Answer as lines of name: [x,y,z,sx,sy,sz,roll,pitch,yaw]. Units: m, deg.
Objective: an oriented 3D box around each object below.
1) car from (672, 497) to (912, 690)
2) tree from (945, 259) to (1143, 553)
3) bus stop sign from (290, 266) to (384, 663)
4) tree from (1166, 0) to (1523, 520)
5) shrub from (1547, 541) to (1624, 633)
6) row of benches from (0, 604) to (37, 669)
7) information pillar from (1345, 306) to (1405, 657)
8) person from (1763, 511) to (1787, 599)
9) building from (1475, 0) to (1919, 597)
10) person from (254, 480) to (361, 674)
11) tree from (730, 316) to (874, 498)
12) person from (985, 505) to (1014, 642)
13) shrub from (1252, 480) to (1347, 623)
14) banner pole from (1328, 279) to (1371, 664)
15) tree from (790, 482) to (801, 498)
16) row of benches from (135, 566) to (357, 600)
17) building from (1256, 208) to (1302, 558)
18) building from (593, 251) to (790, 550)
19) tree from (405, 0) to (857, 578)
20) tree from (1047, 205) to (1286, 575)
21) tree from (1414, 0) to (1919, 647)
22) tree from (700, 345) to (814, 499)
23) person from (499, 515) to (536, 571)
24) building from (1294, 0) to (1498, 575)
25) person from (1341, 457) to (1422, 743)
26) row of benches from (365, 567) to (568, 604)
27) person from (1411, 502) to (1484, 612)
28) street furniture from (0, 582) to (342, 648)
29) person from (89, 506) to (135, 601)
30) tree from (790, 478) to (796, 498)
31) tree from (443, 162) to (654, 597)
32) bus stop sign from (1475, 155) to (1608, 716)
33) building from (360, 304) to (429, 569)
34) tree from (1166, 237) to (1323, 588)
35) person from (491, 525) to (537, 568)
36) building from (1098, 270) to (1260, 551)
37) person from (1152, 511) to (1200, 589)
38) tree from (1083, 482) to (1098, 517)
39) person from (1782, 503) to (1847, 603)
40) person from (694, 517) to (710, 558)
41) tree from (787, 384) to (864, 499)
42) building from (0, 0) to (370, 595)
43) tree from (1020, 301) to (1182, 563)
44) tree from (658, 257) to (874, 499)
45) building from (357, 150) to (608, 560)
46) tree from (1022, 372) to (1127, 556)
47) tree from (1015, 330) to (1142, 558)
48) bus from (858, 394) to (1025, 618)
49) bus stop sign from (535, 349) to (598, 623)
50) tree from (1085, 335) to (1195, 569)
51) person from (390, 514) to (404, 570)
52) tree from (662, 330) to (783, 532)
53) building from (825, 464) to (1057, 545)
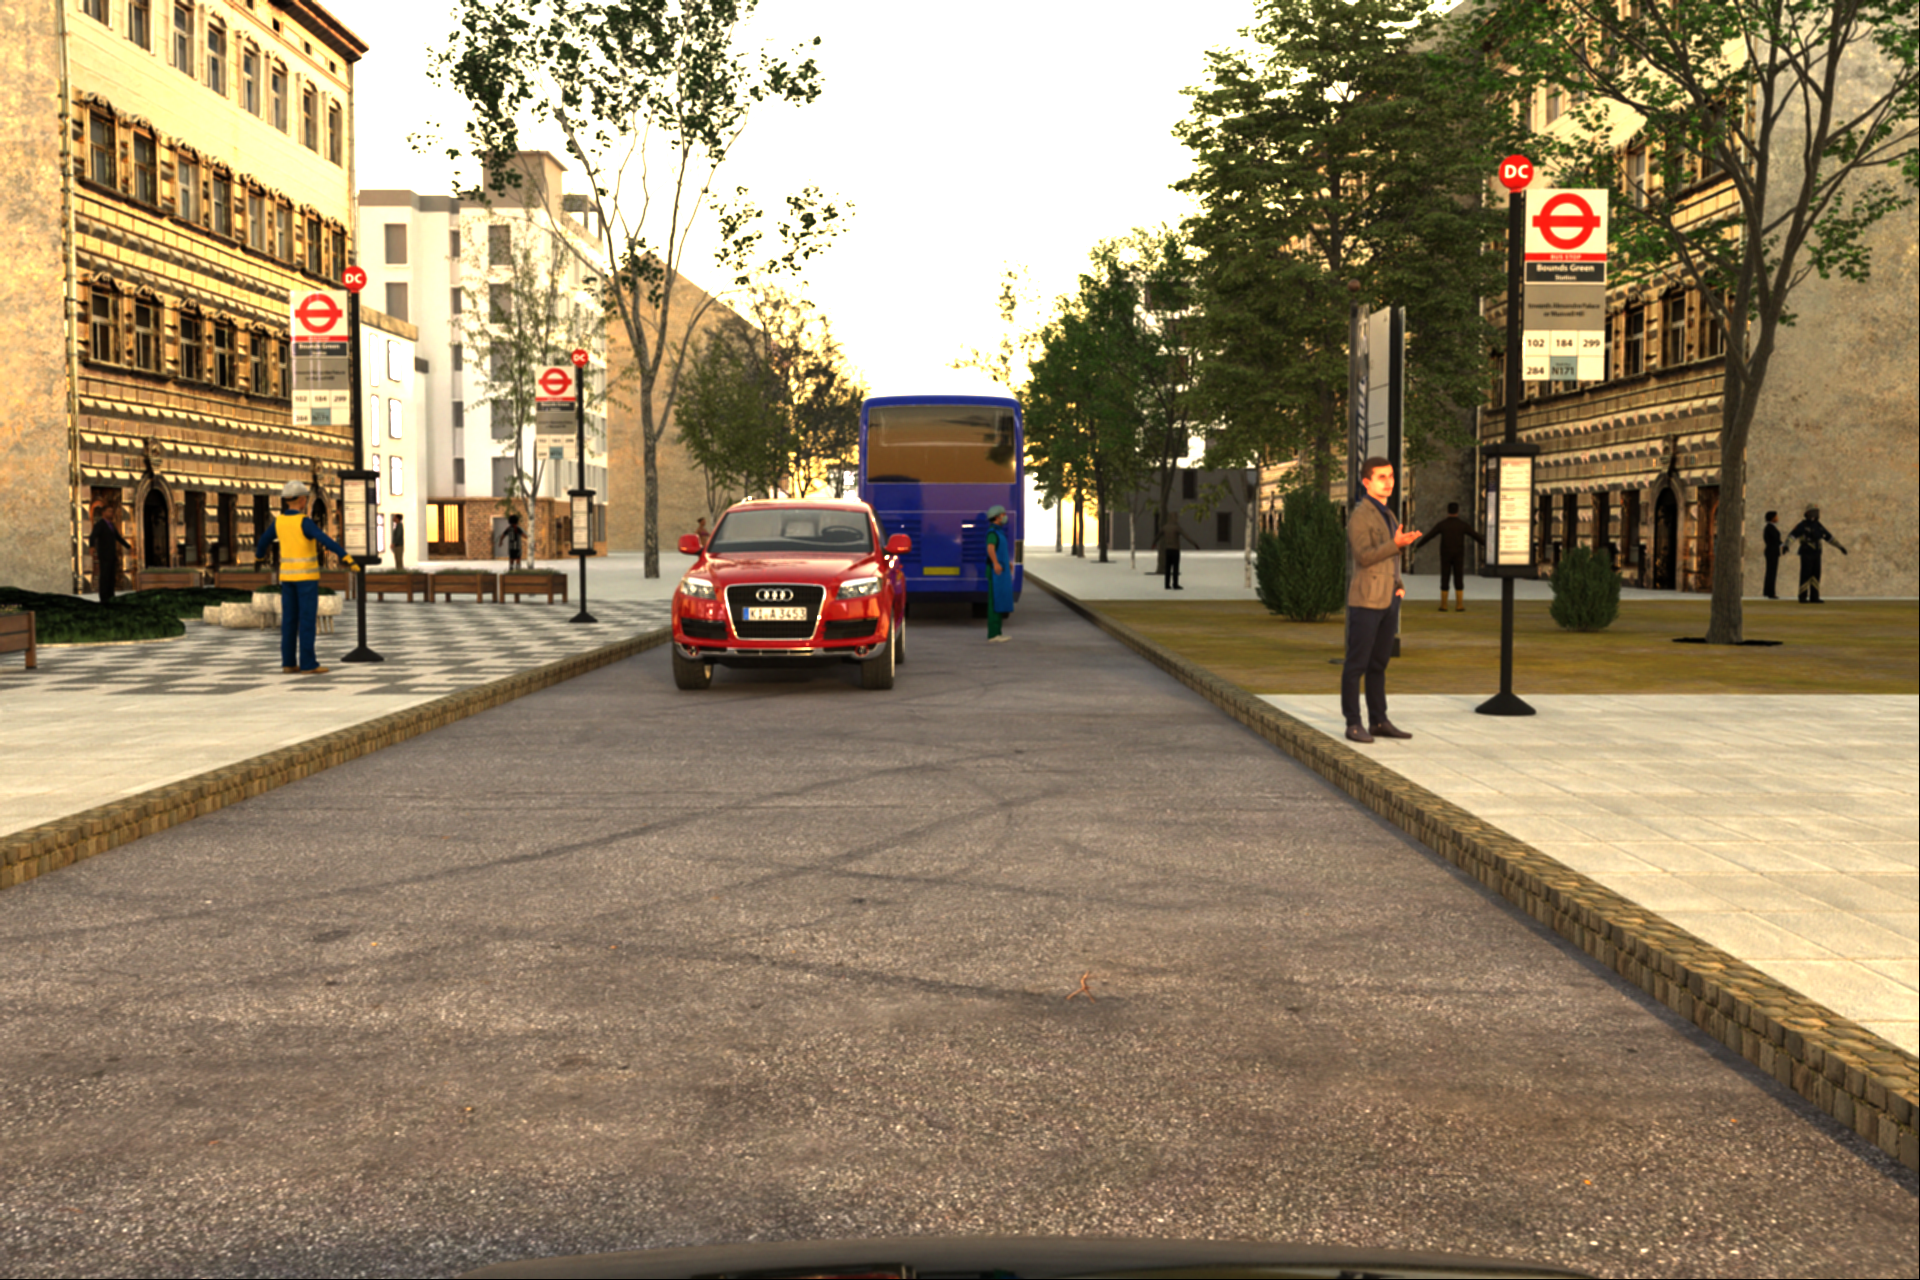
car: [-1.615,-0.548,17.630,2.281,1.827,5.304,0,3,0]
tree: [5.662,-16.183,120.473,12.611,20.169,13.585,0,3,0]
bus stop sign: [-6.248,-1.752,17.355,0.855,3.939,0.416,0,4,0]
tree: [7.320,-7.047,33.338,7.486,12.596,7.792,0,3,0]
shrub: [8.182,-0.708,22.685,1.383,1.207,1.383,0,3,0]
row of benches: [-8.902,0.061,14.460,1.422,0.672,4.104,0,4,-6]
information pillar: [4.477,-1.678,18.749,0.184,3.620,1.656,0,4,-2]
person: [16.203,-1.693,34.399,0.721,1.740,1.216,1,4,11]
building: [25.160,-13.015,43.732,19.493,23.208,18.063,0,3,0]
person: [-6.055,-0.584,16.005,1.216,1.772,0.721,1,4,22]
tree: [-9.076,-11.515,98.632,12.009,13.543,11.850,0,3,0]
person: [0.525,-0.892,23.175,0.704,1.817,1.347,1,4,9]
shrub: [5.061,-1.303,25.338,1.661,2.075,1.752,0,3,0]
banner pole: [3.875,-1.644,16.899,0.401,3.779,0.863,0,4,-1]
tree: [-21.560,-16.005,212.038,4.737,8.622,4.395,0,3,0]
row of benches: [-13.906,-1.109,33.593,4.104,0.672,1.422,0,4,-7]
building: [25.355,-15.474,83.924,19.493,23.208,18.063,0,4,0]
building: [-24.268,-19.128,143.668,19.493,23.208,18.063,0,4,-1]
tree: [-8.878,-11.780,48.499,12.611,20.169,13.585,0,3,0]
tree: [6.584,-7.874,54.497,9.928,11.665,9.643,0,3,0]
tree: [9.125,-5.757,19.876,9.928,11.665,9.643,0,3,0]
tree: [-8.126,-7.224,68.482,4.737,8.622,4.395,0,3,0]
person: [-12.567,-2.619,48.970,1.345,1.843,0.704,2,4,29]
building: [23.394,-14.173,62.661,19.493,23.208,18.063,0,3,0]
person: [2.682,-0.250,10.666,0.617,1.759,0.750,-3,4,-36]
row of benches: [-9.176,-1.029,32.280,4.104,0.672,1.422,1,4,14]
person: [8.178,-1.384,28.769,1.346,1.812,0.704,1,4,16]
street furniture: [-12.225,-0.529,24.268,5.734,0.657,10.072,-2,4,-34]
person: [-15.552,-1.555,31.648,0.704,1.802,1.346,0,4,5]
tree: [-22.482,-16.518,204.484,7.601,10.594,8.767,0,4,-3]
tree: [-8.940,-5.181,35.080,4.360,8.622,3.978,0,3,0]
bus stop sign: [4.130,-1.443,12.293,0.855,3.939,0.416,0,4,0]
building: [-26.433,-7.826,70.097,9.099,9.664,28.070,0,4,0]
tree: [6.886,-5.563,41.321,4.737,8.622,4.395,0,3,0]
person: [-13.398,-2.808,52.100,1.347,1.806,0.705,0,4,-6]
building: [25.728,-18.755,150.617,27.936,21.610,32.646,0,4,0]
person: [4.966,-2.091,40.309,1.348,1.813,0.705,3,5,43]
tree: [18.277,-16.903,210.768,7.601,10.594,8.767,0,4,2]
person: [15.801,-1.612,32.130,1.354,1.856,0.705,-1,4,-13]
person: [-6.936,-2.465,47.102,0.721,1.733,1.217,2,4,27]
tree: [-8.470,-11.819,119.002,9.928,11.665,9.643,0,3,0]
building: [-27.924,-13.079,44.771,19.493,23.208,18.063,0,4,0]
tree: [6.321,-9.309,77.961,9.928,11.665,9.643,0,3,0]
tree: [-8.440,-10.246,77.884,12.009,13.543,11.850,0,3,0]
building: [-25.232,-14.088,86.754,16.016,20.090,11.380,0,4,0]
tree: [7.058,-10.888,103.770,9.928,11.665,9.643,0,3,0]
tree: [6.202,-10.784,94.450,7.486,12.596,7.792,0,3,0]
bus: [-0.369,-2.489,32.248,2.896,3.916,12.251,0,4,-1]
bus stop sign: [-5.701,-2.225,25.087,0.855,3.939,0.416,0,3,0]
tree: [6.371,-6.884,62.914,4.737,8.622,4.395,0,3,0]
person: [-14.277,-2.305,43.964,0.705,1.796,1.348,-1,4,-13]
tree: [-8.689,-6.829,62.018,4.737,8.622,4.395,0,3,0]
building: [-1.809,-16.113,208.044,28.070,9.664,9.099,0,4,0]
